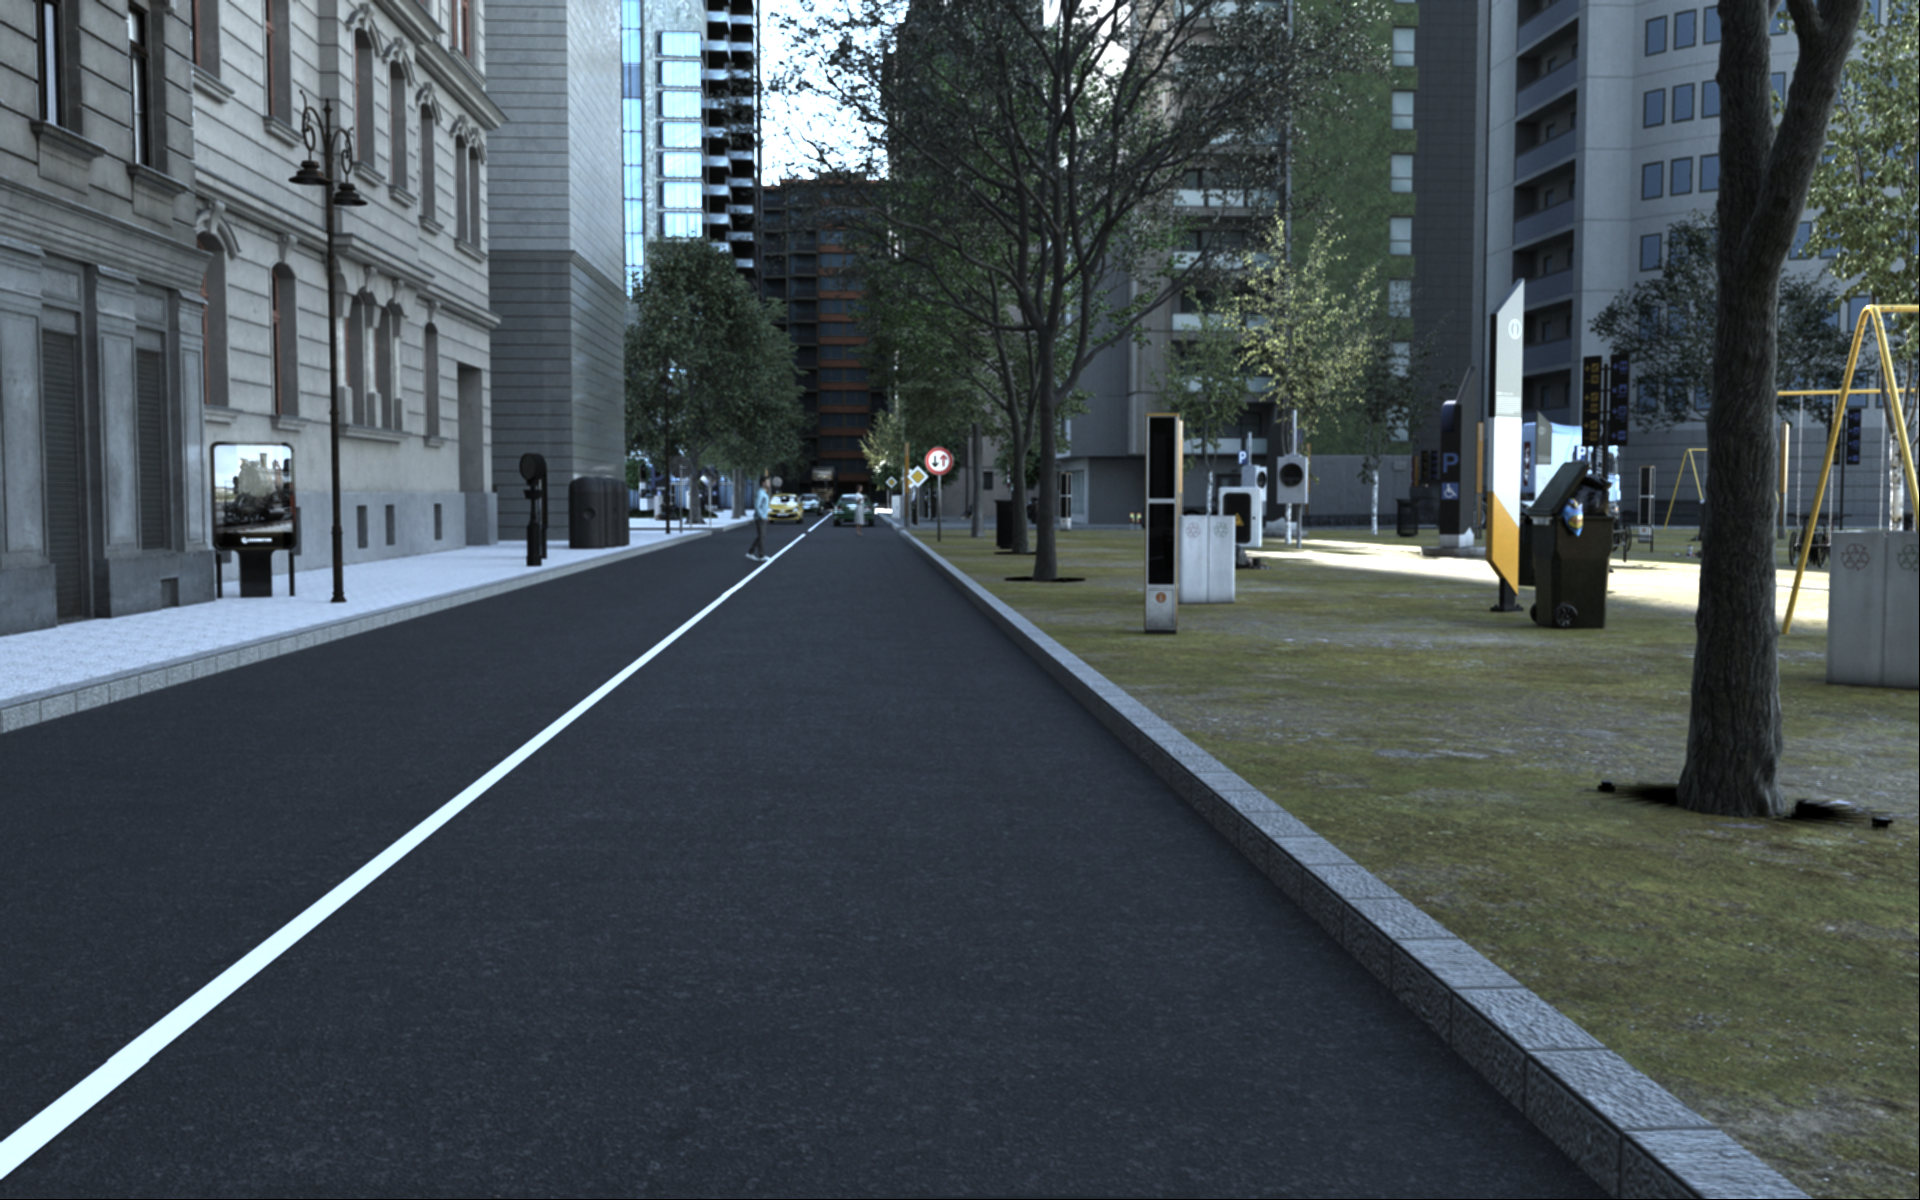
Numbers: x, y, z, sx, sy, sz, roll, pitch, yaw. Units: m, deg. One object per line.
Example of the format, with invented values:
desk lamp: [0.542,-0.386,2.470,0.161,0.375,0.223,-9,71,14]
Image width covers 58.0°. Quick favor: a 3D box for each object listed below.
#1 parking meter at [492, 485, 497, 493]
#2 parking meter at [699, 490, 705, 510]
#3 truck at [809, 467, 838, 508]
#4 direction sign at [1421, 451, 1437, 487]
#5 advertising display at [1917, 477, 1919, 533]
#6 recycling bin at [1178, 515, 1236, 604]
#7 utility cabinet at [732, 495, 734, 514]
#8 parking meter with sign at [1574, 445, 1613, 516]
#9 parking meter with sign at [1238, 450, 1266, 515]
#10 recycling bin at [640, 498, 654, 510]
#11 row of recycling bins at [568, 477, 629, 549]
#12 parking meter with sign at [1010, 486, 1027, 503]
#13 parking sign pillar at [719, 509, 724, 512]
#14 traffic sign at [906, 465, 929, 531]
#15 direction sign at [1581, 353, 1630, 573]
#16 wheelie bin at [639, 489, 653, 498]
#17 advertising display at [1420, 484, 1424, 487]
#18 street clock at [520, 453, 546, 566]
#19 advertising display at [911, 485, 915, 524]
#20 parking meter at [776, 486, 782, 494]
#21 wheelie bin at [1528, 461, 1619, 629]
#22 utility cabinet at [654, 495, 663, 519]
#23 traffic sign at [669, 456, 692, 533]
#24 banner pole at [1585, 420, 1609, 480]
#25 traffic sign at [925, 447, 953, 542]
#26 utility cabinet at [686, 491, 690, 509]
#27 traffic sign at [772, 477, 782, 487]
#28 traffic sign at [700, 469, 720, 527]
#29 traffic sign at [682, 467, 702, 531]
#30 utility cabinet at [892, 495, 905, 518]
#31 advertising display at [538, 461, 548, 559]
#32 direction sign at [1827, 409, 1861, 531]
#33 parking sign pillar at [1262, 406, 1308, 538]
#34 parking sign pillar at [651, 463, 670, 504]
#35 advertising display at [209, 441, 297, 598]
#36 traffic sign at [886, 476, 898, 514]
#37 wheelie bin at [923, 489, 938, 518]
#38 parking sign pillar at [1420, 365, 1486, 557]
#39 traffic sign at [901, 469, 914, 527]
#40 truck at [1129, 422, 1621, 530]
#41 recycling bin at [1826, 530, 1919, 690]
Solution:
parking meter: [-12.738,-2.357,46.942,0.372,1.533,0.369,0,3,0]
parking meter: [-15.813,-5.975,106.096,0.372,1.533,0.369,0,3,0]
truck: [-14.267,-11.823,182.226,2.839,4.237,11.283,0,4,-2]
direction sign: [24.572,-6.041,90.763,0.876,3.537,0.379,-1,4,-11]
advertising display: [26.974,-2.623,48.094,0.974,1.923,0.123,-1,4,-15]
recycling bin: [2.800,-0.488,20.526,0.722,1.027,0.722,-1,4,-14]
utility cabinet: [-13.156,-5.589,102.540,0.306,1.237,1.020,1,4,19]
parking meter with sign: [22.263,-3.947,60.786,0.543,3.016,1.738,-1,4,-14]
parking meter with sign: [12.018,-4.496,69.767,1.738,3.016,0.543,-2,4,-34]
recycling bin: [-18.977,-5.673,105.314,0.722,1.027,0.722,3,5,42]
row of recycling bins: [-8.726,-2.144,42.163,1.069,1.692,3.534,0,4,1]
parking meter with sign: [3.040,-5.939,93.355,0.543,3.016,1.738,3,5,42]
parking sign pillar: [-17.834,-8.369,125.308,1.447,3.967,1.447,-1,4,-15]
traffic sign: [-1.468,-3.462,60.248,0.795,2.450,0.064,0,4,-3]
direction sign: [10.530,-2.221,28.314,0.379,3.537,0.876,-2,4,-32]
wheelie bin: [-21.038,-6.604,115.887,0.980,1.594,0.693,1,4,9]
advertising display: [30.921,-6.777,116.016,0.123,1.923,0.974,0,4,8]
street clock: [-7.602,-1.608,30.856,0.471,2.002,0.358,3,5,40]
advertising display: [-1.930,-4.189,73.711,0.123,1.923,0.974,-1,4,-13]
parking meter: [-13.224,-7.383,126.420,0.399,1.863,0.255,3,5,44]
wheelie bin: [5.926,-0.541,16.760,0.693,1.594,0.980,0,4,-2]
utility cabinet: [-15.557,-4.781,89.336,0.306,1.237,1.020,0,4,0]
traffic sign: [-9.257,-3.503,57.387,0.768,2.556,0.104,0,4,5]
banner pole: [18.884,-3.764,51.563,0.863,3.779,0.401,2,4,32]
traffic sign: [-0.559,-2.840,46.532,0.768,2.556,0.104,0,4,-2]
utility cabinet: [-17.344,-6.344,112.410,0.318,1.500,1.173,2,4,24]
traffic sign: [-13.439,-7.785,127.384,0.768,2.556,0.104,0,4,6]
traffic sign: [-9.777,-3.922,67.773,0.795,2.450,0.064,0,4,-3]
traffic sign: [-9.300,-3.435,59.802,0.795,2.450,0.064,0,4,-3]
utility cabinet: [-3.302,-4.957,92.213,0.306,1.237,1.020,-2,4,-28]
advertising display: [-8.350,-1.801,34.664,0.123,1.923,0.974,-1,4,-17]
direction sign: [23.577,-3.319,46.265,0.379,3.537,0.876,-3,4,-36]
parking sign pillar: [9.683,-3.869,51.727,1.447,3.967,1.447,-1,4,-22]
parking sign pillar: [-20.900,-8.095,120.828,1.447,3.967,1.447,1,4,20]
advertising display: [-8.765,-0.996,21.504,0.974,1.923,0.123,-2,4,-32]
traffic sign: [-4.353,-6.666,110.181,0.795,2.450,0.064,0,4,2]
wheelie bin: [-1.587,-5.268,94.040,0.693,1.594,0.980,1,4,16]
parking sign pillar: [10.287,-2.893,35.769,1.447,3.967,1.447,2,4,29]
traffic sign: [-1.945,-3.950,68.219,0.795,2.450,0.064,0,4,-3]
truck: [15.799,-4.577,64.588,18.799,4.110,2.967,0,4,-5]
recycling bin: [6.352,0.052,11.701,0.722,1.027,0.722,3,5,43]
